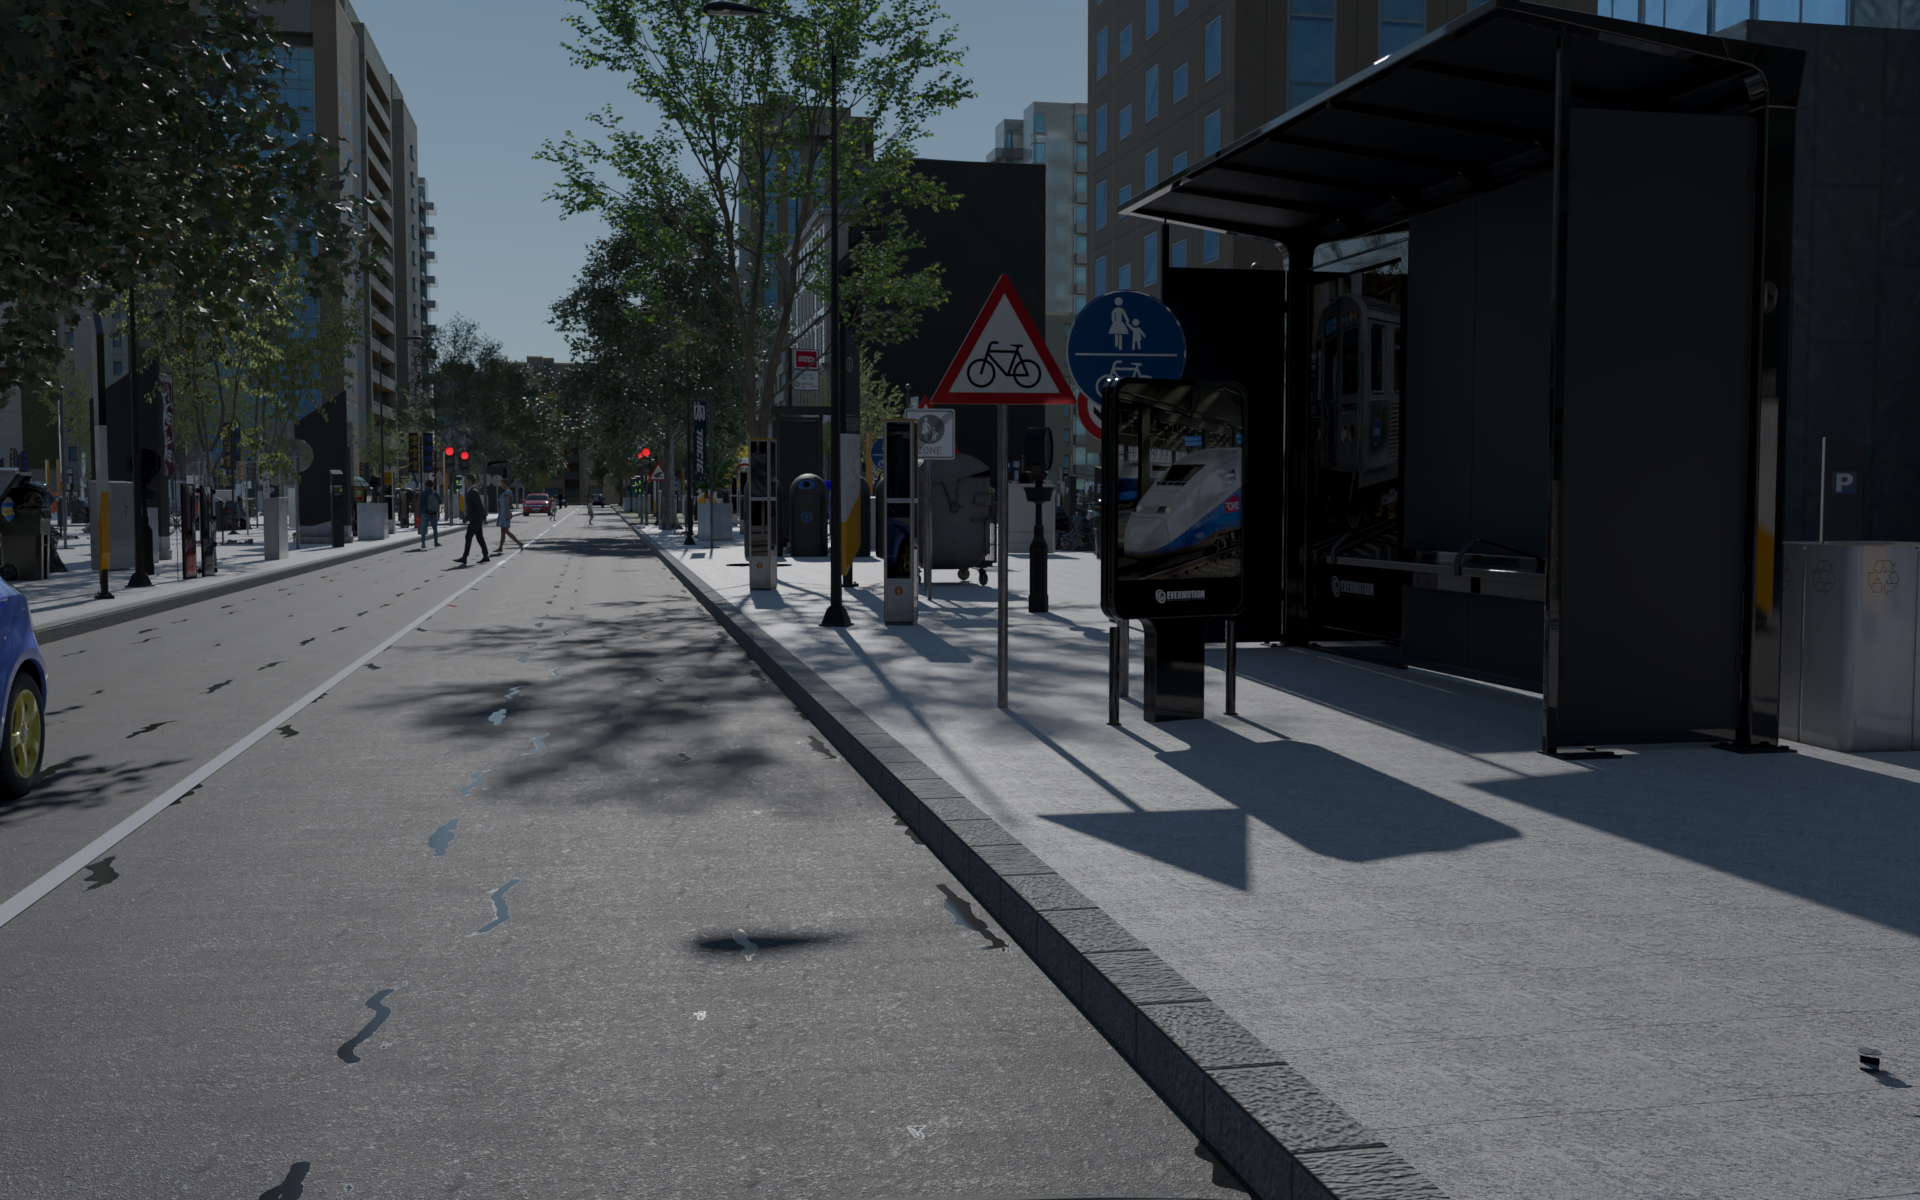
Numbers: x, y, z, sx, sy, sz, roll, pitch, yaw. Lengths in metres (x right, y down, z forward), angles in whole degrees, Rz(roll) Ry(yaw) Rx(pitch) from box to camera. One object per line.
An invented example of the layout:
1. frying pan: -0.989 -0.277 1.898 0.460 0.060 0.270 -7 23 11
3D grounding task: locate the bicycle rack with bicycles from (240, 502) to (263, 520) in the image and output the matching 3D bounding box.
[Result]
1. bicycle rack with bicycles: -34.951 -4.314 83.909 2.852 0.926 2.925 -3 5 -45

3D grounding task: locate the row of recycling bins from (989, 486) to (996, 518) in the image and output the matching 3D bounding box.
1. row of recycling bins: 2.775 -5.004 88.928 3.534 1.692 1.069 0 4 3

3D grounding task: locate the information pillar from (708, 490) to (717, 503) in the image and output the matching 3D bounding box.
1. information pillar: -13.763 -6.424 96.390 0.504 3.616 0.183 -1 4 -20

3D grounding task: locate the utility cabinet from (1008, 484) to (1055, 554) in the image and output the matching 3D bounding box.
1. utility cabinet: 1.427 -1.730 36.957 1.173 1.500 0.318 1 4 14

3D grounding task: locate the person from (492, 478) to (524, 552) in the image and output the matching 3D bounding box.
1. person: -11.080 -2.070 42.437 0.778 1.811 0.616 0 4 -2

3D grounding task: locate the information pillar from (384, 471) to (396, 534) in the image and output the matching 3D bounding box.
1. information pillar: -18.320 -3.127 55.618 0.304 2.012 0.304 0 4 -8

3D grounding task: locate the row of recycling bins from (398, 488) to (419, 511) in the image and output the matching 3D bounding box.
1. row of recycling bins: -38.850 -6.934 120.481 3.534 1.692 1.069 1 4 14

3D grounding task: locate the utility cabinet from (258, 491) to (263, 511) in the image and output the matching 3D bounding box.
1. utility cabinet: -52.559 -7.475 130.892 1.173 1.500 0.318 0 4 2

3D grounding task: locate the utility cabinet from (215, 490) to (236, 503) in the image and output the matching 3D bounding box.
1. utility cabinet: -40.868 -5.358 96.286 1.173 1.500 0.318 -3 5 -40

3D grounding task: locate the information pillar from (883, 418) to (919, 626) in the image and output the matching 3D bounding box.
1. information pillar: -0.578 -0.765 16.992 0.304 2.012 0.304 0 4 8

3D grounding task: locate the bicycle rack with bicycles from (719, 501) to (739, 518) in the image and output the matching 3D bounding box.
1. bicycle rack with bicycles: -12.313 -4.936 94.090 2.925 0.926 2.852 -2 4 -34

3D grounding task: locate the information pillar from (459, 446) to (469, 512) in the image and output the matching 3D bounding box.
1. information pillar: -23.281 -5.510 81.446 0.504 3.616 0.183 1 4 10

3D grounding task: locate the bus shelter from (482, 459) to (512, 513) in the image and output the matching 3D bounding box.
1. bus shelter: -31.786 -7.817 119.091 1.731 3.624 6.357 -1 4 -12

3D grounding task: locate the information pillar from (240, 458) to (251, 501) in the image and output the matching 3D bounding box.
1. information pillar: -45.071 -7.228 109.535 0.504 3.616 0.183 -1 4 -9

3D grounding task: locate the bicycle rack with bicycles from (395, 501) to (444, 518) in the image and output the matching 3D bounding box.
1. bicycle rack with bicycles: -29.777 -4.984 94.875 2.925 0.926 2.852 3 5 42

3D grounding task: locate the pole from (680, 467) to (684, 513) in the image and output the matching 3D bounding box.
1. pole: -19.137 -7.674 119.312 0.158 3.312 0.155 0 3 0

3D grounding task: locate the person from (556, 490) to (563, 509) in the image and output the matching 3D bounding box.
1. person: -38.110 -9.593 164.980 0.705 1.869 1.348 -3 5 -43

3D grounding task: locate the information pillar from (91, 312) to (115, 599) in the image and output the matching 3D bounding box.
1. information pillar: -10.467 -1.820 21.106 0.183 3.616 0.504 -2 4 -32

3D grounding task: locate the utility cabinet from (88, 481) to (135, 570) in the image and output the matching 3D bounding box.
1. utility cabinet: -14.257 -1.260 29.272 0.318 1.500 1.173 0 3 0

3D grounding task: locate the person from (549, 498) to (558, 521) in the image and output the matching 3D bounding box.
1. person: -21.808 -4.860 92.975 0.382 1.210 0.505 1 4 17

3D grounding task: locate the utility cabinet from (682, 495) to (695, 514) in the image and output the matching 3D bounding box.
1. utility cabinet: -16.949 -5.972 108.800 1.020 1.237 0.306 1 4 10

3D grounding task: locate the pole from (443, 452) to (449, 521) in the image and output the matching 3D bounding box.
1. pole: -24.766 -5.479 83.424 0.158 3.312 0.155 0 3 0

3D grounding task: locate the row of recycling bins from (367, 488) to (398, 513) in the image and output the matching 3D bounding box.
1. row of recycling bins: -37.783 -6.293 109.996 3.534 1.692 1.069 0 4 3

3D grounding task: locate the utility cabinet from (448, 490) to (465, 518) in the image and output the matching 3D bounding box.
1. utility cabinet: -27.012 -5.174 93.278 1.173 1.500 0.318 0 4 0

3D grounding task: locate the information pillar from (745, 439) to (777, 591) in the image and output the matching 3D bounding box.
1. information pillar: -2.626 -1.136 23.073 0.304 2.012 0.304 1 4 12

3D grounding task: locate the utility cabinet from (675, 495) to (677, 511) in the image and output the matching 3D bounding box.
1. utility cabinet: -16.542 -5.407 99.566 0.306 1.237 1.020 0 4 2

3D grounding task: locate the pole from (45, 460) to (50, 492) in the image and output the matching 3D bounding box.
1. pole: -54.141 -6.665 102.819 0.158 3.312 0.155 0 3 0

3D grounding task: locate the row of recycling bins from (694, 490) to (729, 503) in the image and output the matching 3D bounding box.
1. row of recycling bins: -16.692 -6.750 117.477 3.534 1.692 1.069 -1 4 -14

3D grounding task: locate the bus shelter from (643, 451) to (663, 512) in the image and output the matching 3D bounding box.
1. bus shelter: -21.199 -8.760 120.853 2.179 5.291 8.768 -1 4 -12

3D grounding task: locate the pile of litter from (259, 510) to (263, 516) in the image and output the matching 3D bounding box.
1. pile of litter: -40.172 -5.338 101.240 1.719 0.858 1.176 -1 4 -12

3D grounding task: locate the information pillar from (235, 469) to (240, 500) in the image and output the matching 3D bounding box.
1. information pillar: -58.987 -9.188 141.580 0.504 3.616 0.183 1 4 16

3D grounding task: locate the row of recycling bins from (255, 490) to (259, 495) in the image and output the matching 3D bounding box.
1. row of recycling bins: -54.312 -7.938 136.894 3.534 1.692 1.069 -3 4 -36

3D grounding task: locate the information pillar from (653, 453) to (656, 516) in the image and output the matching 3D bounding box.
1. information pillar: -17.526 -6.625 99.669 0.183 3.616 0.504 0 4 7

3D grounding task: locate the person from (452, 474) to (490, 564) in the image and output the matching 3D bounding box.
1. person: -10.074 -1.675 35.671 0.755 1.850 0.659 -1 4 -12

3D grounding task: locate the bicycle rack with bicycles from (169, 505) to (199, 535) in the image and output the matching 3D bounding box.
1. bicycle rack with bicycles: -25.187 -2.531 54.762 2.925 0.926 2.852 1 4 23

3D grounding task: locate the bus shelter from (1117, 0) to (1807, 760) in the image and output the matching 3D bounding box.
1. bus shelter: 2.751 -1.232 11.434 1.731 3.624 6.357 -1 4 -12

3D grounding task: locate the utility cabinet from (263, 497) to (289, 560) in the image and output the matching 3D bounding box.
1. utility cabinet: -13.502 -1.407 34.166 0.306 1.237 1.020 -1 4 -12

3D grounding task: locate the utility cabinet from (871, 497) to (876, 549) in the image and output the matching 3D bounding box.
1. utility cabinet: -1.835 -1.806 40.692 1.020 1.237 0.306 0 4 6

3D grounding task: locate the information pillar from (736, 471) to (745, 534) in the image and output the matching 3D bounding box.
1. information pillar: -6.902 -3.114 55.408 0.304 2.012 0.304 0 4 -4

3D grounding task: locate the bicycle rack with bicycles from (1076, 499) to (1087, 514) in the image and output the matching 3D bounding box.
1. bicycle rack with bicycles: 9.407 -6.675 122.524 2.925 0.926 2.852 2 4 33

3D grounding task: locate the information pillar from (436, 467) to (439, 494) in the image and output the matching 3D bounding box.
1. information pillar: -40.661 -8.753 134.473 0.504 3.616 0.183 -1 4 -21

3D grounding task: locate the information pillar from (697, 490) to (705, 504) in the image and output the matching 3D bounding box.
1. information pillar: -14.874 -6.592 99.139 0.504 3.616 0.183 -3 4 -37

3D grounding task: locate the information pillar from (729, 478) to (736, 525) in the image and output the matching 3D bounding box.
1. information pillar: -9.286 -4.066 70.970 0.304 2.012 0.304 -1 4 -21

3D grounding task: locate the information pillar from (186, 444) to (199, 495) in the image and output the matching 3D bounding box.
1. information pillar: -34.215 -5.249 77.182 0.183 3.616 0.504 3 5 41

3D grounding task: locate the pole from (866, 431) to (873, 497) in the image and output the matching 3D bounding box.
1. pole: -2.958 -3.833 56.515 0.158 3.312 0.155 0 3 0

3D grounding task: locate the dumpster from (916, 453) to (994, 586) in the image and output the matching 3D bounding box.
1. dumpster: -0.273 -1.166 24.828 1.264 1.857 1.865 -1 4 -12

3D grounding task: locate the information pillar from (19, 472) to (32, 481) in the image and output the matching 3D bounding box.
1. information pillar: -31.739 -3.323 58.816 0.304 2.012 0.304 1 4 20

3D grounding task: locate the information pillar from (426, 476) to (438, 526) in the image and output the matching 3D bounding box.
1. information pillar: -21.028 -3.945 69.000 0.304 2.012 0.304 1 4 20

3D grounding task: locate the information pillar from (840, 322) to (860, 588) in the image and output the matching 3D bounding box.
1. information pillar: -1.521 -1.991 23.903 0.183 3.616 0.504 1 4 22

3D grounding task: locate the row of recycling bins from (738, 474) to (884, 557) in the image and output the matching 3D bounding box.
1. row of recycling bins: -2.702 -1.740 35.564 3.534 1.692 1.069 0 4 3

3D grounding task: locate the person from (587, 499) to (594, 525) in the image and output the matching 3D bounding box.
1. person: -17.240 -4.100 80.547 0.382 1.210 0.505 -2 4 -35

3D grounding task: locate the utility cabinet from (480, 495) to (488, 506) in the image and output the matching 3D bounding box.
1. utility cabinet: -31.312 -6.185 112.284 1.020 1.237 0.306 0 4 4

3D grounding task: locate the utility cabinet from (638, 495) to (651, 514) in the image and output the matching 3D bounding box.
1. utility cabinet: -20.406 -6.167 111.988 0.306 1.237 1.020 -3 5 -42

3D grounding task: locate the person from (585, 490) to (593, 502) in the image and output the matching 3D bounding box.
1. person: -37.233 -10.113 173.947 0.705 1.812 1.348 1 4 22

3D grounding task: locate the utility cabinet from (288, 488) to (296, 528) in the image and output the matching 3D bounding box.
1. utility cabinet: -24.592 -3.402 64.300 0.318 1.500 1.173 -3 4 -38

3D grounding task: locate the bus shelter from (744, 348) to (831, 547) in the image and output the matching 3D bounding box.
1. bus shelter: -4.444 -4.144 45.391 2.179 5.291 8.768 -1 4 -12

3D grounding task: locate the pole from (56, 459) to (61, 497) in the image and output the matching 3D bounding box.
1. pole: -53.100 -6.619 102.070 0.158 3.312 0.155 0 3 0

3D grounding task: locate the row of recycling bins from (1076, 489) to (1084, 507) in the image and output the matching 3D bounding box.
1. row of recycling bins: 9.854 -8.221 141.520 1.069 1.692 3.534 3 4 37

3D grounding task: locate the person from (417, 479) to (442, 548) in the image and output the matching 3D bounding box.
1. person: -14.006 -2.269 45.577 0.794 1.824 0.713 1 4 12
